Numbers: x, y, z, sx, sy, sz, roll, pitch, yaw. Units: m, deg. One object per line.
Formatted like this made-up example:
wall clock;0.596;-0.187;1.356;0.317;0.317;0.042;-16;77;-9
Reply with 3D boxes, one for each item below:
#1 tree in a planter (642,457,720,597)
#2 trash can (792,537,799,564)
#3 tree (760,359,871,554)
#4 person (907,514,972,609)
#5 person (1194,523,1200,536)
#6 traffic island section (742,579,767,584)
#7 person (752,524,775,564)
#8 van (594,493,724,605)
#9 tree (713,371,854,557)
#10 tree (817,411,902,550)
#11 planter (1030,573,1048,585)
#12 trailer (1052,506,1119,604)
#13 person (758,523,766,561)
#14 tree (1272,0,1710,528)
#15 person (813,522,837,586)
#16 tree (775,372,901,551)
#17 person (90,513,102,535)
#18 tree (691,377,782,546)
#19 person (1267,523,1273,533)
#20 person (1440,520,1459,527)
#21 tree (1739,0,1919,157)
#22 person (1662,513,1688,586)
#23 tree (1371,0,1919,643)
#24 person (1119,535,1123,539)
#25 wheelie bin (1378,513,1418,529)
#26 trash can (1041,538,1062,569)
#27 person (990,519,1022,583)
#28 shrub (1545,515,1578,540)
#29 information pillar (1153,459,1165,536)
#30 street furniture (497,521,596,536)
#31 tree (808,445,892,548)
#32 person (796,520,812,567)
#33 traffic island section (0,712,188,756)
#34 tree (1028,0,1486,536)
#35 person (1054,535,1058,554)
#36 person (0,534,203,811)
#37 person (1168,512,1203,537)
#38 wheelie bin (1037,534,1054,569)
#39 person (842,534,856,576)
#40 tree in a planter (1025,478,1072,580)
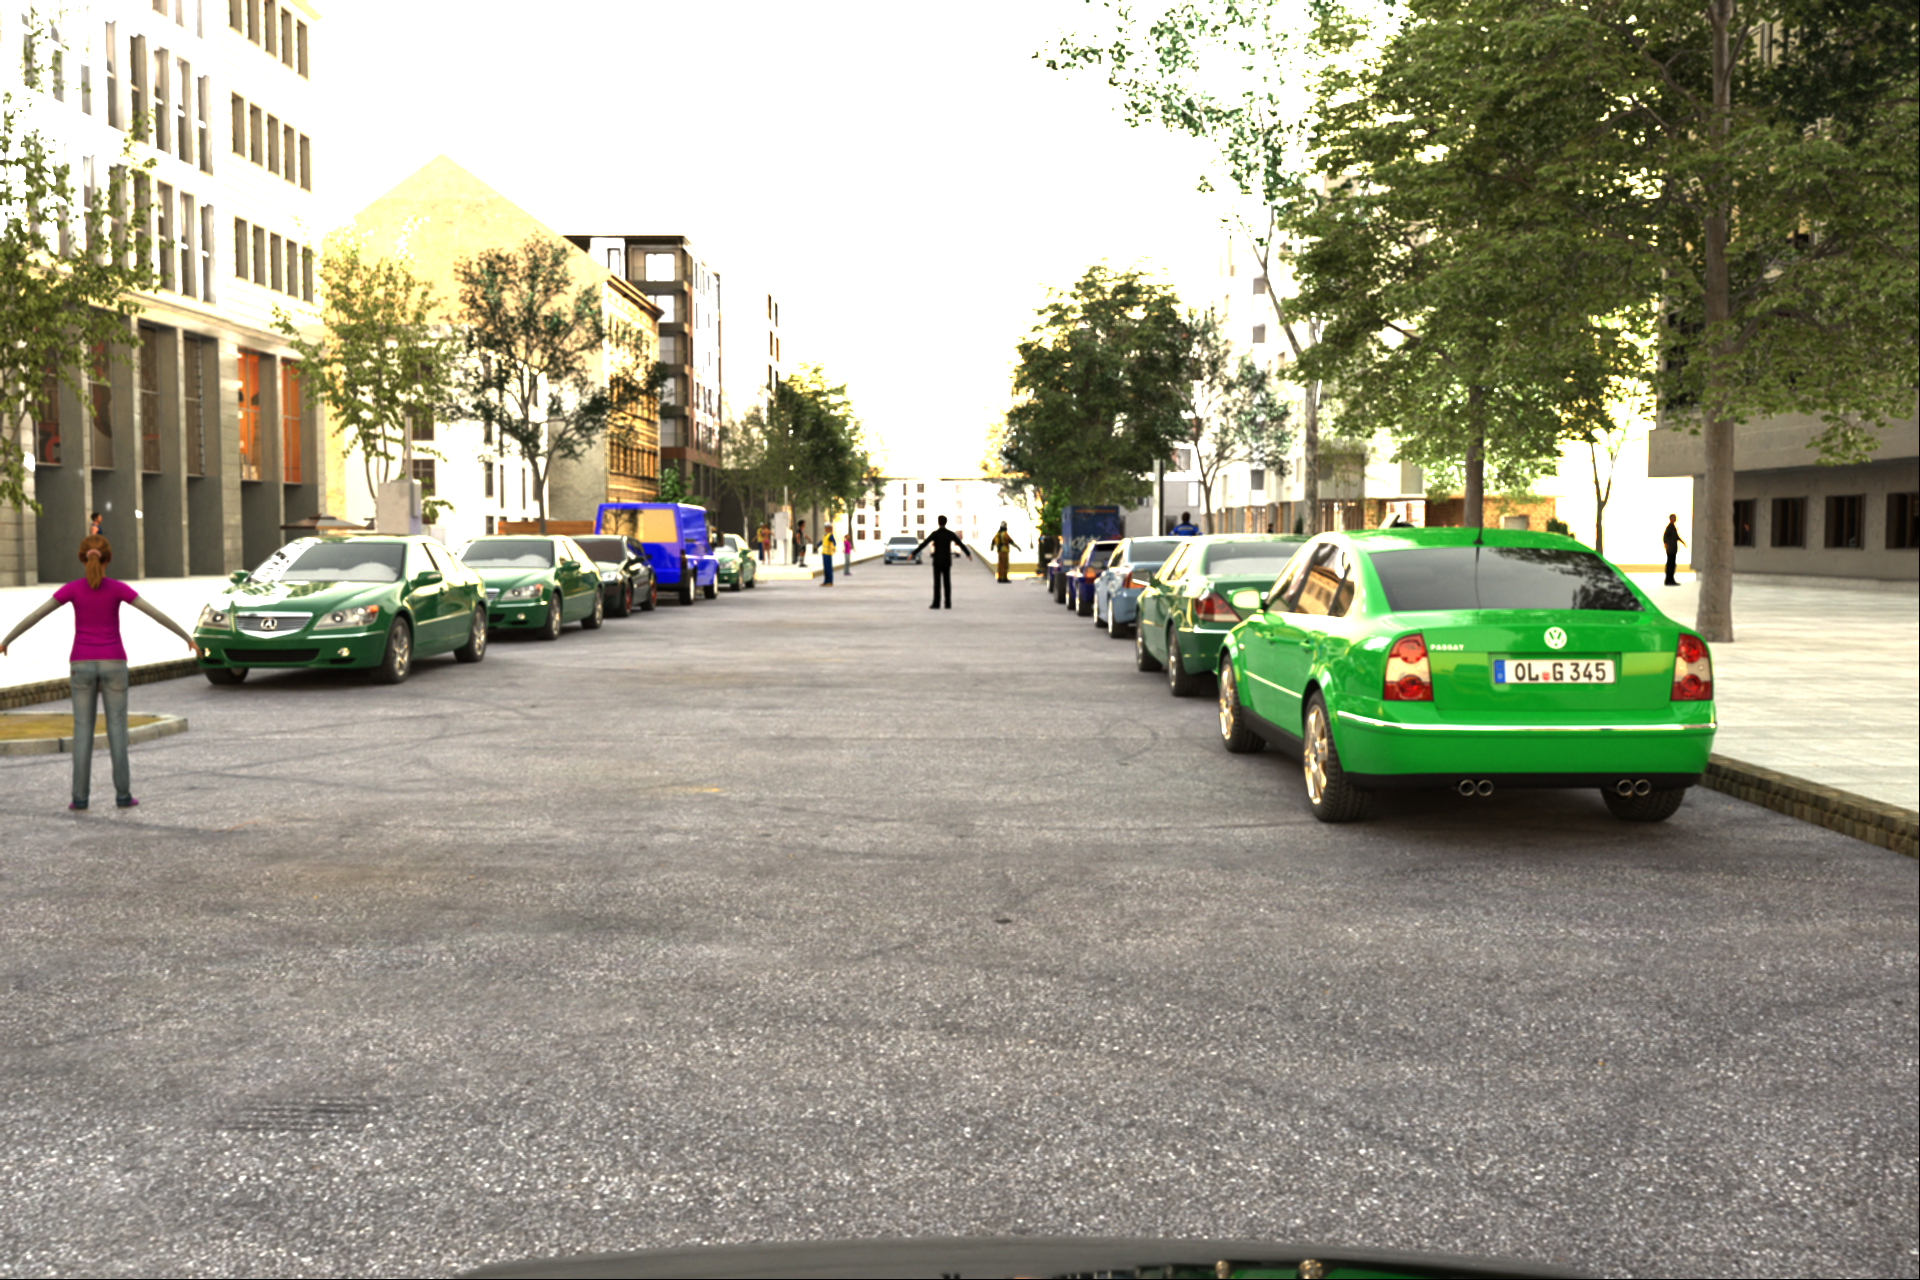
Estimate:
tree in a planter;-6.660;-2.635;40.301;1.991;3.239;1.994;0;4;0
trash can;-7.262;-3.836;74.373;0.748;1.137;0.748;0;3;0
tree;-9.797;-11.906;112.792;7.486;12.596;7.792;0;3;0
person;-0.358;-1.509;33.310;1.347;1.806;0.705;-2;4;-24
person;12.713;-5.348;93.218;0.705;1.856;1.354;-3;4;-38
traffic island section;-6.681;-1.690;50.496;1.991;0.108;1.994;0;4;0
person;-8.432;-4.175;75.063;1.217;1.733;0.721;-2;4;-26
van;-6.318;-1.968;36.553;2.240;2.365;5.245;0;4;0
tree;-9.527;-10.064;98.963;7.601;10.594;8.767;3;5;42
tree;-8.943;-13.253;142.446;9.928;11.665;9.643;0;3;0
planter;3.016;-1.735;49.506;1.991;0.319;1.994;0;3;0
trailer;2.684;-1.816;36.735;1.471;1.999;3.904;0;4;-1
person;-9.546;-4.742;83.508;0.705;1.833;1.349;-1;4;-18
tree;9.286;-6.902;30.973;7.486;12.596;7.792;0;3;0
person;-3.720;-2.376;47.765;0.721;1.772;1.216;-2;4;-32
tree;-9.596;-13.422;129.819;12.009;13.543;11.850;0;3;0
person;-21.491;-2.264;43.187;0.704;1.807;1.345;-1;4;-21
tree;-9.827;-7.978;80.808;4.360;8.622;3.978;0;3;0
person;15.726;-4.993;87.576;0.705;1.837;1.347;0;4;-1
person;15.752;-3.001;55.918;0.742;1.727;0.445;2;4;30
tree;8.476;-4.676;10.864;7.601;10.594;8.767;-2;4;-32
person;17.781;-2.264;43.199;0.705;1.807;1.348;3;5;44
tree;8.906;-6.273;20.692;7.486;12.596;7.792;0;3;0
person;8.382;-5.427;94.592;1.347;1.847;0.705;-2;4;-33
wheelie bin;6.561;-1.121;26.244;0.693;1.594;0.980;0;4;0
trash can;3.227;-3.004;60.765;0.748;1.137;0.748;0;3;0
person;1.294;-2.605;50.819;0.705;1.858;1.354;-3;4;-38
shrub;23.051;-3.823;66.920;1.690;2.028;1.600;0;3;0
information pillar;6.345;-3.915;55.333;0.184;3.620;1.656;0;3;0
street furniture;-14.689;-3.343;61.518;9.812;1.723;11.010;3;4;37
tree;-9.969;-13.669;157.898;8.767;10.594;7.601;-3;4;-39
person;-6.100;-3.737;67.246;0.704;1.843;1.345;1;4;17
traffic island section;-6.628;0.655;12.150;1.991;0.108;1.994;0;4;0
tree;7.773;-11.586;45.314;12.611;20.169;13.585;0;3;0
person;3.886;-3.937;70.503;1.348;1.813;0.705;1;4;14
person;-4.496;0.163;9.050;0.991;1.433;0.599;-1;4;-23
person;5.595;-2.253;42.811;1.345;1.831;0.704;1;4;21
wheelie bin;3.200;-3.449;64.293;0.693;1.594;0.980;0;4;-1
person;-3.849;-2.949;59.936;0.599;1.433;0.991;2;4;24
tree in a planter;3.052;-3.532;54.966;1.991;3.239;1.994;0;4;1
